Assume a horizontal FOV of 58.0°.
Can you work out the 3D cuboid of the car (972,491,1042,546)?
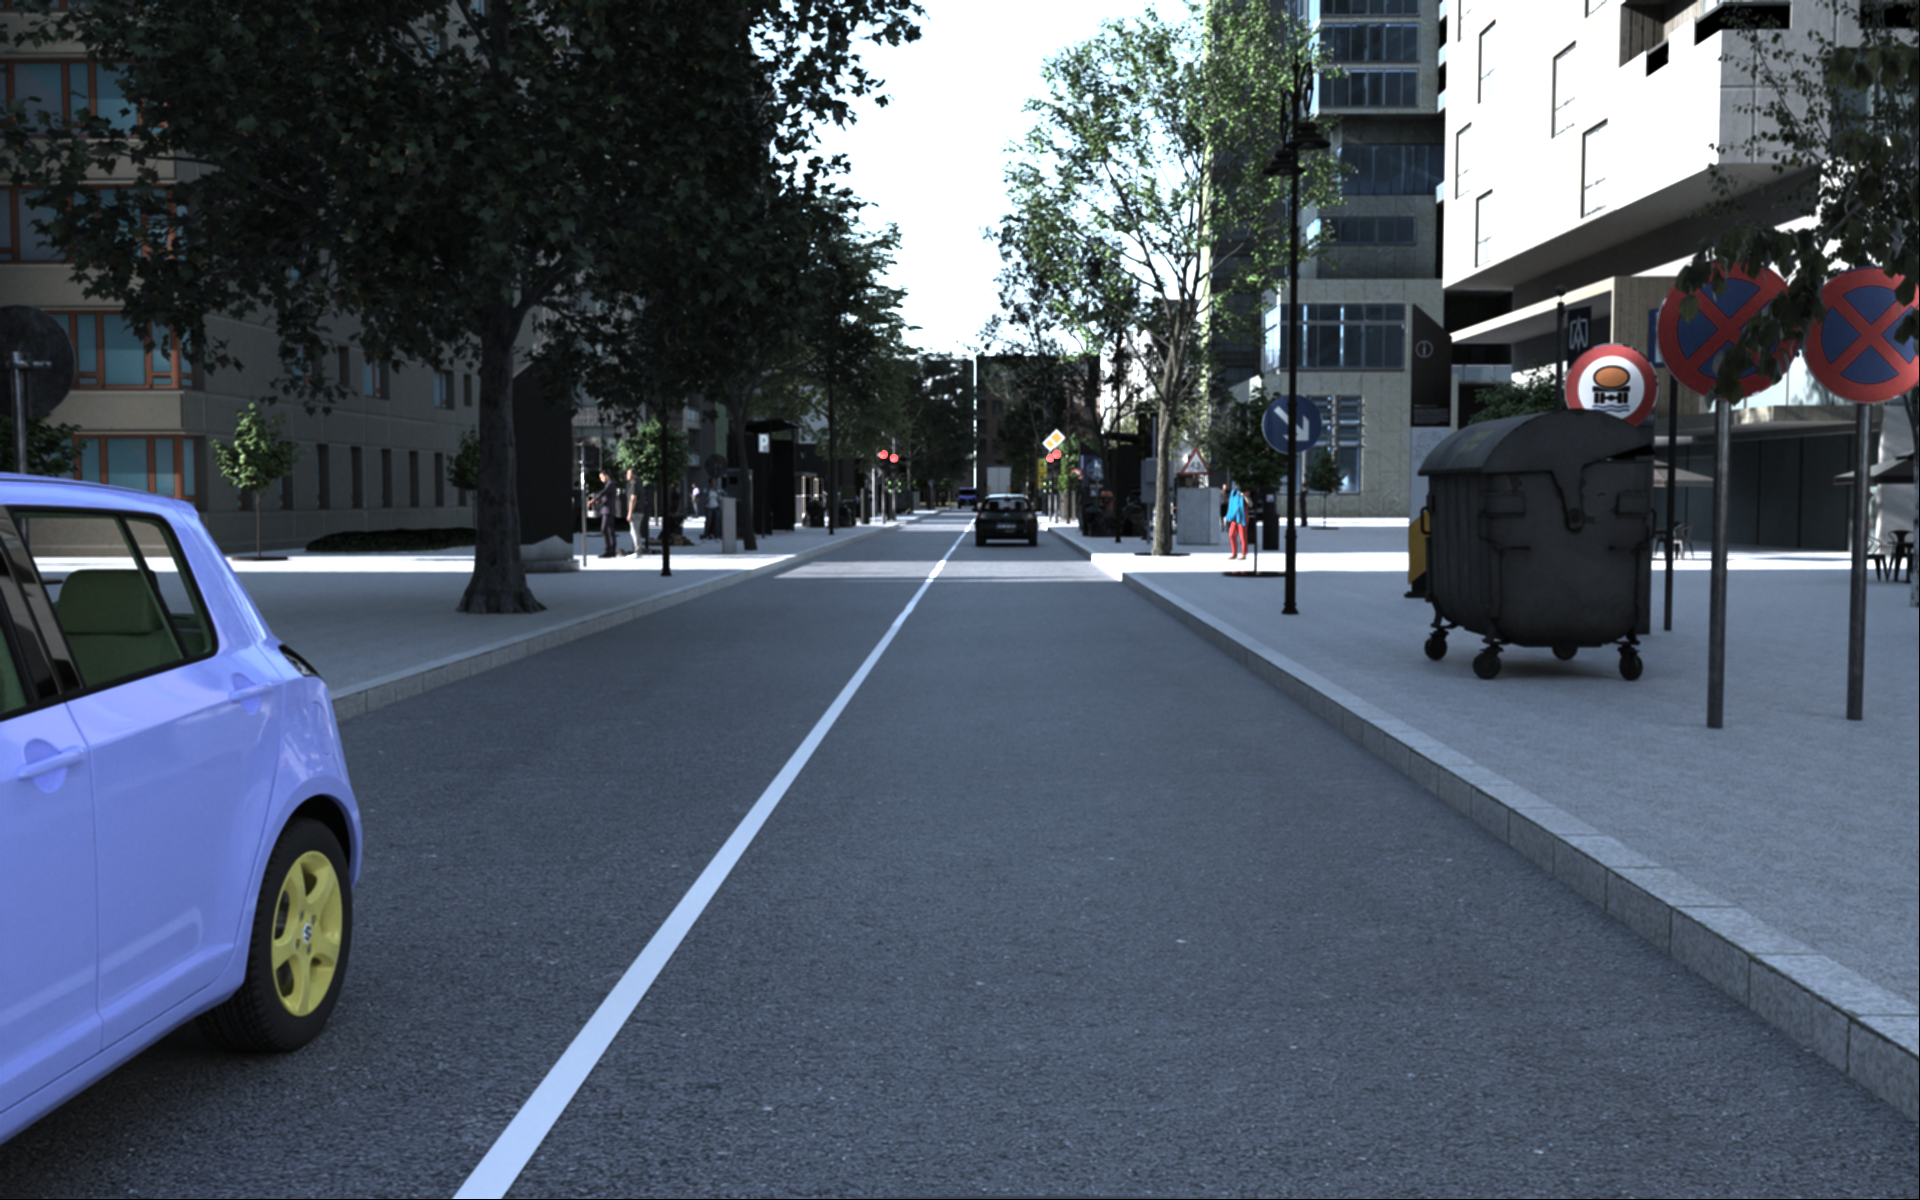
[{"bbox_3d":[1.327,-2.392,48.891,2.009,1.686,4.222,0,4,2],"label":"car"}]

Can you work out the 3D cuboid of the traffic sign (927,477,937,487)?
[{"bbox_3d":[-2.237,-8.305,135.524,0.795,2.593,0.064,0,4,5],"label":"traffic sign"}]

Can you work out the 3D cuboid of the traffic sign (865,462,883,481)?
[{"bbox_3d":[-3.594,-4.408,71.804,0.795,2.593,0.064,0,4,6],"label":"traffic sign"}]

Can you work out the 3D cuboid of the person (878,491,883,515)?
[{"bbox_3d":[-4.837,-5.958,106.145,0.574,1.496,0.600,-1,4,-11],"label":"person"}]

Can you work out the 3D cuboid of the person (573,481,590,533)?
[{"bbox_3d":[-12.473,-3.065,56.955,0.742,1.727,0.445,-3,5,-43],"label":"person"}]

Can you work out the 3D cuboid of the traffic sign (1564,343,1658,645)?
[{"bbox_3d":[5.501,-0.894,14.718,0.768,2.556,0.104,0,4,6],"label":"traffic sign"}]

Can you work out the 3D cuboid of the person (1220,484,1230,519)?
[{"bbox_3d":[13.473,-5.026,88.347,0.598,1.807,0.434,2,4,35],"label":"person"}]

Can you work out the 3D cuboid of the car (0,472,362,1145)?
[{"bbox_3d":[-2.575,0.389,3.238,1.945,1.707,3.694,0,4,3],"label":"car"}]

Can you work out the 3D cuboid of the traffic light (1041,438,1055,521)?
[{"bbox_3d":[4.275,-5.715,82.360,0.839,4.253,0.868,0,4,1],"label":"traffic light"}]

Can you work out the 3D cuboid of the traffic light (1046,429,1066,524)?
[{"bbox_3d":[4.121,-5.227,74.376,0.839,4.253,0.868,0,4,1],"label":"traffic light"}]

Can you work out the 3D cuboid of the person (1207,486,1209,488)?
[{"bbox_3d":[14.435,-5.803,101.732,0.742,1.727,0.445,-1,4,-20],"label":"person"}]

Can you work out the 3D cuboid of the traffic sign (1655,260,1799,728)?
[{"bbox_3d":[4.149,-0.571,9.441,0.768,2.556,0.104,0,4,4],"label":"traffic sign"}]

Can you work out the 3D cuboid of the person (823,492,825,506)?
[{"bbox_3d":[-7.992,-5.613,99.277,0.517,1.644,0.566,1,4,22],"label":"person"}]

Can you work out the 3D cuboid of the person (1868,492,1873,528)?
[{"bbox_3d":[18.434,-1.552,35.335,0.340,1.345,0.435,-1,4,-12],"label":"person"}]

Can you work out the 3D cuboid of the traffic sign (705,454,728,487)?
[{"bbox_3d":[-7.741,-3.358,55.001,0.768,2.556,0.104,1,4,11],"label":"traffic sign"}]

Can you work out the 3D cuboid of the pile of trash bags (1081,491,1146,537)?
[{"bbox_3d":[4.659,-2.659,53.230,1.912,1.369,3.447,0,4,-3],"label":"pile of trash bags"}]

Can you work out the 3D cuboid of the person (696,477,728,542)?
[{"bbox_3d":[-6.598,-2.412,46.201,0.841,1.734,0.376,-1,4,-12],"label":"person"}]

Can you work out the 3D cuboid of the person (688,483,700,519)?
[{"bbox_3d":[-13.928,-5.174,90.498,0.599,1.838,0.709,-2,4,-28],"label":"person"}]

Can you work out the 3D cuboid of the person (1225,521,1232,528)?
[{"bbox_3d":[10.227,-3.001,65.580,0.357,0.543,0.381,-1,4,-9],"label":"person"}]

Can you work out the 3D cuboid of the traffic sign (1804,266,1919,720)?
[{"bbox_3d":[5.089,-0.591,9.777,0.768,2.556,0.104,0,4,2],"label":"traffic sign"}]

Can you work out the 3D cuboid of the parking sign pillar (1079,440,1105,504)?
[{"bbox_3d":[6.599,-5.994,86.467,1.447,3.967,1.447,-1,4,-15],"label":"parking sign pillar"}]

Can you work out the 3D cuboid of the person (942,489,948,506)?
[{"bbox_3d":[-1.617,-10.734,181.557,0.705,1.823,1.348,1,4,22],"label":"person"}]

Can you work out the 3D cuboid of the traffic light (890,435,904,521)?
[{"bbox_3d":[-3.105,-5.723,82.485,0.839,4.253,0.868,0,4,1],"label":"traffic light"}]

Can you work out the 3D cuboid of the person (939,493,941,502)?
[{"bbox_3d":[-2.271,-12.897,217.854,0.436,1.711,0.756,-3,4,-37],"label":"person"}]

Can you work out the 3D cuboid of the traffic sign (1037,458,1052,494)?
[{"bbox_3d":[5.478,-6.317,97.162,2.265,3.308,0.079,0,4,4],"label":"traffic sign"}]

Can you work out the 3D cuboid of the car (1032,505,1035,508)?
[{"bbox_3d":[1.812,-3.261,65.686,2.083,1.381,4.827,0,4,2],"label":"car"}]

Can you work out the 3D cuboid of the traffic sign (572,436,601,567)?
[{"bbox_3d":[-6.615,-1.734,30.481,0.606,2.300,0.079,0,4,7],"label":"traffic sign"}]

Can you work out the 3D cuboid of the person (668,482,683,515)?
[{"bbox_3d":[-10.801,-3.614,65.813,0.565,1.739,0.600,3,5,39],"label":"person"}]

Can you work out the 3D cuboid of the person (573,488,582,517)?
[{"bbox_3d":[-14.743,-3.560,66.712,0.387,1.526,0.523,-3,5,-40],"label":"person"}]

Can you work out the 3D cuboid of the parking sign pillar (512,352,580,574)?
[{"bbox_3d":[-7.028,-2.451,28.553,1.447,3.967,1.447,3,4,36],"label":"parking sign pillar"}]

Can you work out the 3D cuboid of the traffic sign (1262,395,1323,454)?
[{"bbox_3d":[4.252,-1.353,22.226,0.768,2.556,0.104,0,4,8],"label":"traffic sign"}]

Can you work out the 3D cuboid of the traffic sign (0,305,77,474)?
[{"bbox_3d":[-6.338,-0.709,11.692,0.768,2.556,0.104,0,4,2],"label":"traffic sign"}]

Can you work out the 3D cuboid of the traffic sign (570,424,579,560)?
[{"bbox_3d":[-6.929,-1.884,30.805,0.884,2.594,0.081,1,4,8],"label":"traffic sign"}]

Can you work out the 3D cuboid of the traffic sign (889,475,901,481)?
[{"bbox_3d":[-3.889,-6.342,103.795,0.768,2.556,0.104,0,4,7],"label":"traffic sign"}]

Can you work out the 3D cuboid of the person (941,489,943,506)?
[{"bbox_3d":[-1.914,-11.188,188.970,0.705,1.824,1.348,-1,4,-14],"label":"person"}]

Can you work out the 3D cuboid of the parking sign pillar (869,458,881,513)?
[{"bbox_3d":[-5.801,-7.921,117.987,1.447,3.967,1.447,-2,4,-25],"label":"parking sign pillar"}]

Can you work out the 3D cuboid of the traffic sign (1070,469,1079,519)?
[{"bbox_3d":[5.529,-5.214,85.248,0.884,2.594,0.081,0,4,6],"label":"traffic sign"}]

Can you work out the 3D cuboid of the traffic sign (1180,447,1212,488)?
[{"bbox_3d":[6.572,-2.955,48.314,0.884,2.594,0.081,0,4,2],"label":"traffic sign"}]

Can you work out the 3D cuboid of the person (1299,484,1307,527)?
[{"bbox_3d":[13.411,-3.743,68.036,0.445,1.727,0.742,-1,4,-13],"label":"person"}]

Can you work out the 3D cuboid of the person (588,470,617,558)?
[{"bbox_3d":[-7.214,-1.743,34.992,0.568,1.767,0.683,-1,4,-9],"label":"person"}]

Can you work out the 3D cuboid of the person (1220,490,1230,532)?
[{"bbox_3d":[9.069,-3.053,59.152,0.628,1.438,0.799,-2,4,-32],"label":"person"}]

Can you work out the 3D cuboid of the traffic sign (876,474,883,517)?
[{"bbox_3d":[-4.573,-5.829,95.417,0.768,2.556,0.104,0,4,8],"label":"traffic sign"}]

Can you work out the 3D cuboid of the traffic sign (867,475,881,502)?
[{"bbox_3d":[-4.735,-5.817,95.217,0.768,2.556,0.104,0,4,7],"label":"traffic sign"}]

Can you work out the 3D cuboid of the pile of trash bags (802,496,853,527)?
[{"bbox_3d":[-5.843,-3.541,67.640,3.447,1.369,1.912,0,4,5],"label":"pile of trash bags"}]

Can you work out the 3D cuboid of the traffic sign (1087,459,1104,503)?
[{"bbox_3d":[4.994,-3.846,62.984,0.768,2.556,0.104,0,4,5],"label":"traffic sign"}]

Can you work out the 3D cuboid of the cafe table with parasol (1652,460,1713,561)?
[{"bbox_3d":[13.416,-1.766,33.734,2.610,1.966,2.610,1,4,21],"label":"cafe table with parasol"}]

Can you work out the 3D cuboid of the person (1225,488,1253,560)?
[{"bbox_3d":[5.413,-1.585,33.660,0.444,1.614,0.593,0,4,-4],"label":"person"}]

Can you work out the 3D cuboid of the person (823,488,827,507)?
[{"bbox_3d":[-10.144,-7.473,128.943,0.376,1.734,0.841,-2,4,-31],"label":"person"}]

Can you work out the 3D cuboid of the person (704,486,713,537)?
[{"bbox_3d":[-7.464,-2.668,52.128,0.523,1.526,0.387,-3,5,-41],"label":"person"}]

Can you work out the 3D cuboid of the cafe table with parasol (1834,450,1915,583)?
[{"bbox_3d":[13.920,-1.234,25.038,2.610,1.966,2.610,-2,4,-23],"label":"cafe table with parasol"}]

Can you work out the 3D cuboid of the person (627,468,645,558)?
[{"bbox_3d":[-6.498,-1.736,34.552,0.434,1.807,0.598,1,4,17],"label":"person"}]

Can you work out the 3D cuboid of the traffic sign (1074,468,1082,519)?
[{"bbox_3d":[5.664,-5.223,85.504,0.768,2.556,0.104,1,4,10],"label":"traffic sign"}]

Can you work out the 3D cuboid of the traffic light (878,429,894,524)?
[{"bbox_3d":[-3.259,-5.234,74.502,0.839,4.253,0.868,0,4,1],"label":"traffic light"}]

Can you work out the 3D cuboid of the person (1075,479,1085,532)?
[{"bbox_3d":[4.082,-3.250,59.313,0.434,1.807,0.598,2,4,25],"label":"person"}]
